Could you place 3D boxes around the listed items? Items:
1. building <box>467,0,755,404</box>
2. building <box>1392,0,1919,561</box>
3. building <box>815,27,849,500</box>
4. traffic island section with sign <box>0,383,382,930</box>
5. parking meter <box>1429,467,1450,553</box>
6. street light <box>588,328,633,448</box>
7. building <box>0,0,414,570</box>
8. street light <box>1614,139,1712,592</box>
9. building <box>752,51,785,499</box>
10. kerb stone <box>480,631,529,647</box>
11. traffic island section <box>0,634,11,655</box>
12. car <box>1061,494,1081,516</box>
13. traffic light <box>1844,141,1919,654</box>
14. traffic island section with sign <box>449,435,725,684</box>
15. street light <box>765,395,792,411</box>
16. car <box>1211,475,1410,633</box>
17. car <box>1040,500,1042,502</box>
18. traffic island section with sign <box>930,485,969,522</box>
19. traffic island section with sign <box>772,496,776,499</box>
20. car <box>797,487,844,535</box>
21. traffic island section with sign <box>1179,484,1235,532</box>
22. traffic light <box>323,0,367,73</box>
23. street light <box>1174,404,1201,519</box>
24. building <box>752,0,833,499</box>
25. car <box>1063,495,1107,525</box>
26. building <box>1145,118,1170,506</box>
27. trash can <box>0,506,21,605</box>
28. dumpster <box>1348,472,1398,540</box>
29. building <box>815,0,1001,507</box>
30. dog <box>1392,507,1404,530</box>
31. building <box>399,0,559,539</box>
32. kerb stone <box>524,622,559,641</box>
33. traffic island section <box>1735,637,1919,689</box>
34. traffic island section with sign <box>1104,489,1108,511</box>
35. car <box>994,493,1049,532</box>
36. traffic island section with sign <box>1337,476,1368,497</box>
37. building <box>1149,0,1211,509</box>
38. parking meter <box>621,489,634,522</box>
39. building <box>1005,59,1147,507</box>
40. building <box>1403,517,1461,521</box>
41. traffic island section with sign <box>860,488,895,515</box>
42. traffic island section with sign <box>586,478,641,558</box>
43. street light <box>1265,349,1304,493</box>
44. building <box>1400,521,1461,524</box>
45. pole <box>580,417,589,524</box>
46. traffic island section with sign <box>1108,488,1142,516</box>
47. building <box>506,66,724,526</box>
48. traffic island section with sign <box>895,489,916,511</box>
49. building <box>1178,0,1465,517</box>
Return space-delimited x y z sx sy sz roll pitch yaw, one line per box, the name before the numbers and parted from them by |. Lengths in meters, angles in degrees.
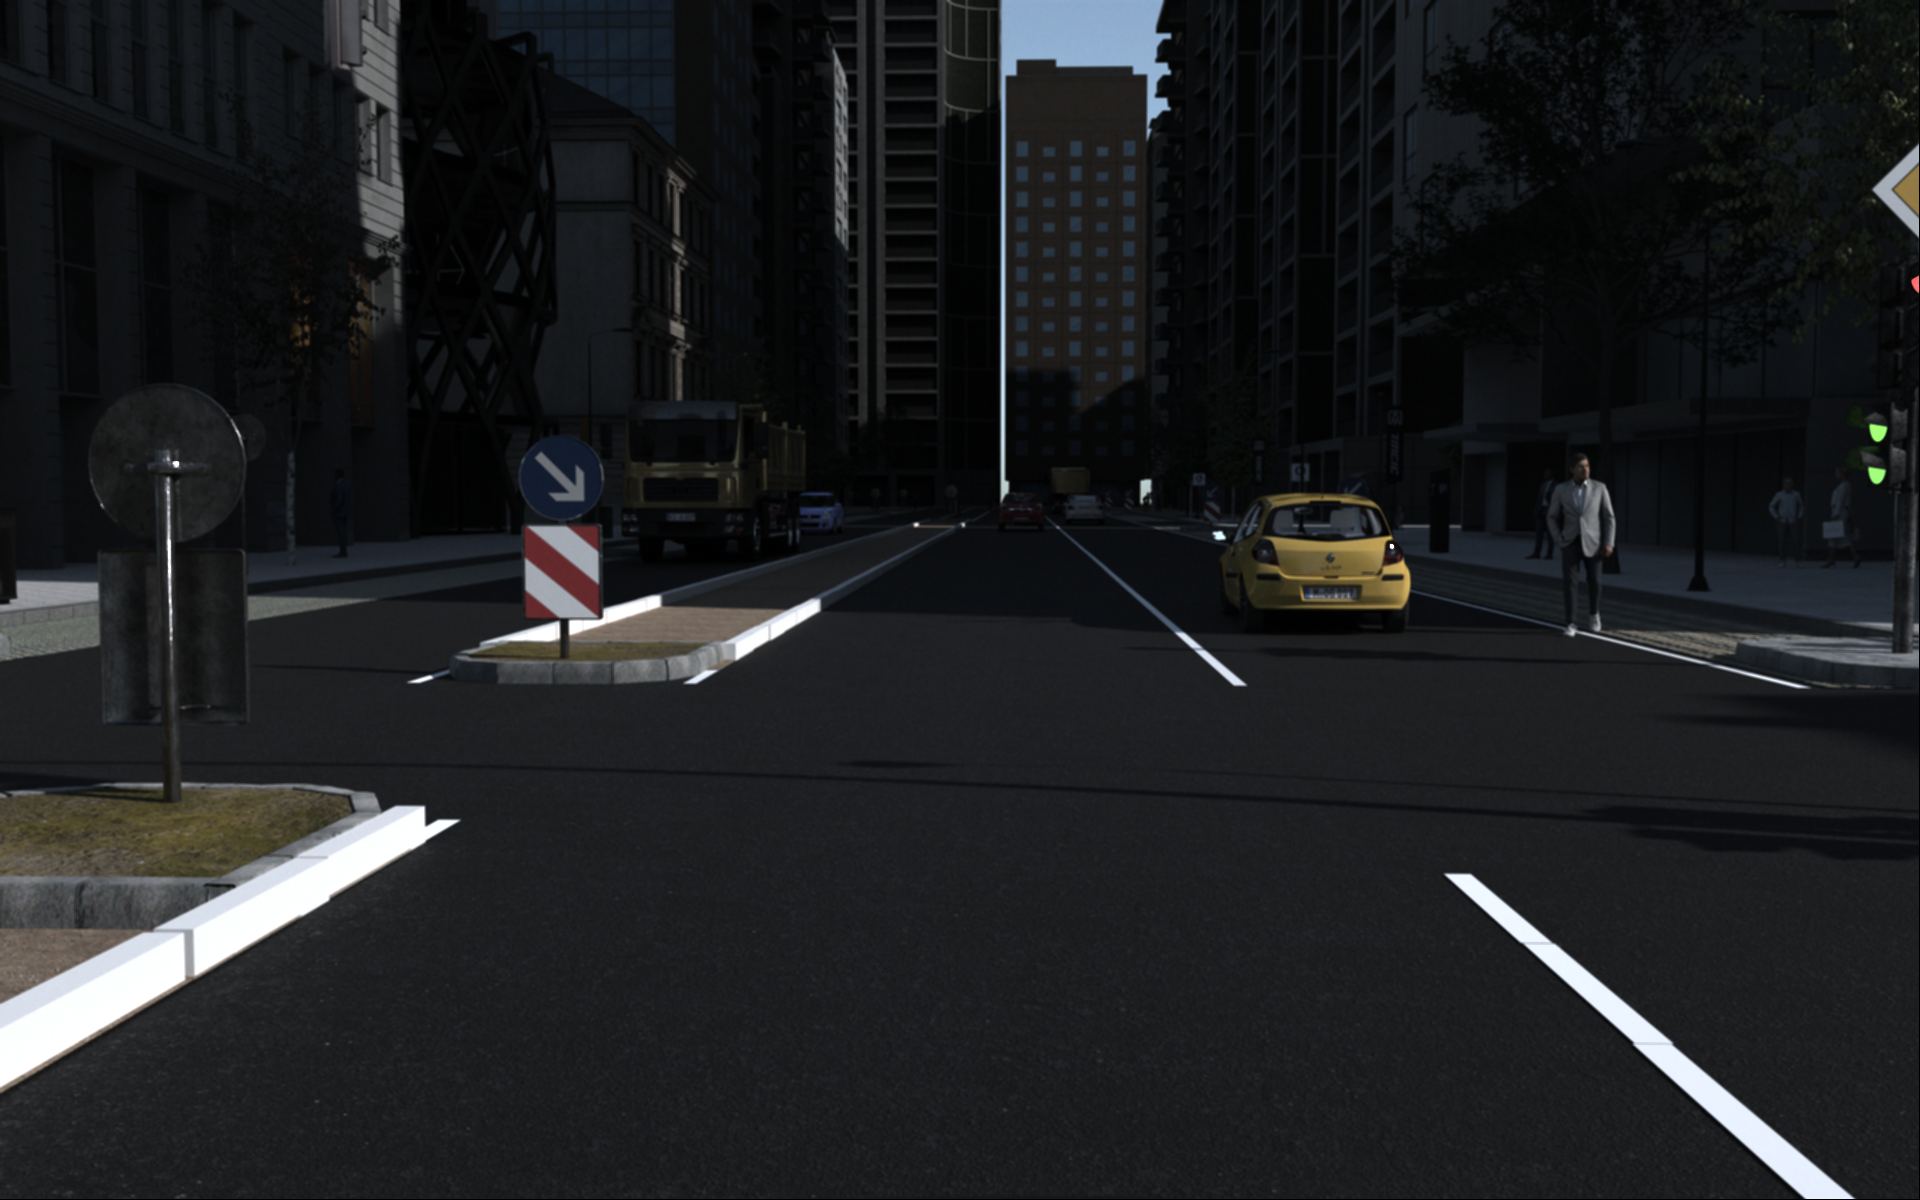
building | -19.510 -27.308 96.594 14.600 45.320 14.200 0 4 2
building | 27.732 -27.867 44.862 28.713 52.752 27.495 0 4 2
building | -17.277 -28.833 155.015 14.086 41.232 14.154 0 4 2
traffic island section with sign | -3.314 0.093 6.616 2.006 1.907 1.989 0 4 2
parking meter | 10.474 -1.965 37.846 0.399 1.863 0.255 -1 4 -12
street light | -9.807 -4.644 48.463 1.470 5.913 1.316 0 4 2
building | -20.815 -15.544 31.635 11.434 29.767 29.804 0 4 2
street light | 9.250 -3.074 22.799 1.470 5.913 1.316 0 4 2
building | -19.180 -20.763 111.171 14.160 30.474 14.107 0 4 2
kerb stone | -4.067 0.413 15.449 0.120 0.150 1.000 0 4 2
traffic island section | -9.496 0.471 14.583 2.009 0.180 2.903 0 4 2
car | 7.719 -6.283 114.735 2.014 1.417 4.499 0 3 0
traffic light | 7.596 -1.527 13.880 0.839 4.253 0.868 0 4 2
traffic island section with sign | -3.051 -0.360 14.018 2.006 1.907 1.989 0 4 2
street light | -8.569 -6.655 81.346 1.470 5.913 1.316 0 4 2
car | 3.867 -0.559 19.358 2.015 1.641 3.980 0 4 4
car | 3.797 -5.649 101.159 1.959 1.807 4.718 0 4 3
traffic island section with sign | -0.484 -4.953 89.113 2.006 1.907 1.989 0 4 2
traffic island section with sign | -7.383 -3.549 66.660 1.989 1.847 2.006 0 4 2
car | -5.169 -3.216 62.165 1.945 1.707 3.694 0 4 3
traffic island section with sign | 9.439 -3.524 66.238 1.989 1.847 2.006 0 4 2
traffic light | -7.362 -2.431 14.410 4.771 5.953 1.251 0 4 2
street light | 11.690 -7.119 88.931 1.470 5.913 1.316 0 4 2
building | -21.554 -29.214 132.276 22.147 44.769 28.867 0 4 2
car | 5.949 -4.279 82.326 2.083 1.381 4.827 0 4 4
building | 26.756 -30.494 182.177 14.086 41.232 14.154 0 4 2
trash can | -11.320 -0.518 20.129 0.748 1.137 0.748 0 3 0
dumpster | 10.701 -2.423 45.378 1.264 1.857 1.865 0 4 2
building | -5.958 -45.687 185.231 20.611 71.187 20.563 0 4 2
dog | 15.519 -2.903 61.839 0.800 0.831 0.513 0 4 -4
building | -21.837 -11.488 55.283 16.820 18.784 16.811 0 4 2
kerb stone | -4.035 0.350 16.472 0.120 0.150 1.000 0 4 2
traffic island section | 7.635 0.507 13.993 2.009 0.180 2.903 0 4 2
traffic island section with sign | 12.062 -8.196 142.626 1.989 1.847 2.006 0 4 2
car | 2.396 -3.581 67.585 2.155 1.783 4.494 0 4 2
traffic island section with sign | 8.490 -1.832 38.576 1.989 1.847 2.006 0 4 2
building | 27.839 -30.027 145.565 22.147 44.769 28.867 0 4 2
parking meter | -10.230 -2.745 53.290 0.372 1.533 0.369 0 3 0
building | 11.921 -32.537 182.091 14.200 45.320 14.600 0 4 2
building | 26.865 -40.443 99.501 20.563 71.187 20.611 0 4 2
traffic island section with sign | -5.652 -6.614 116.759 1.989 1.847 2.006 0 4 2
traffic island section with sign | -8.307 -1.890 39.525 1.989 1.847 2.006 0 4 2
street light | 10.473 -5.087 55.705 1.470 5.913 1.316 0 4 2
building | 26.750 -39.027 76.345 20.563 71.187 20.611 0 4 2
pole | -9.947 -3.188 45.973 0.158 3.312 0.155 0 3 0
traffic island section with sign | 11.136 -6.548 115.687 1.989 1.847 2.006 0 4 2
building | -17.612 -13.111 78.990 10.561 19.102 19.286 0 4 2
traffic island section with sign | -4.690 -8.346 145.089 1.989 1.847 2.006 0 4 2
building | 26.577 -41.703 120.095 20.563 71.187 20.611 0 4 2
